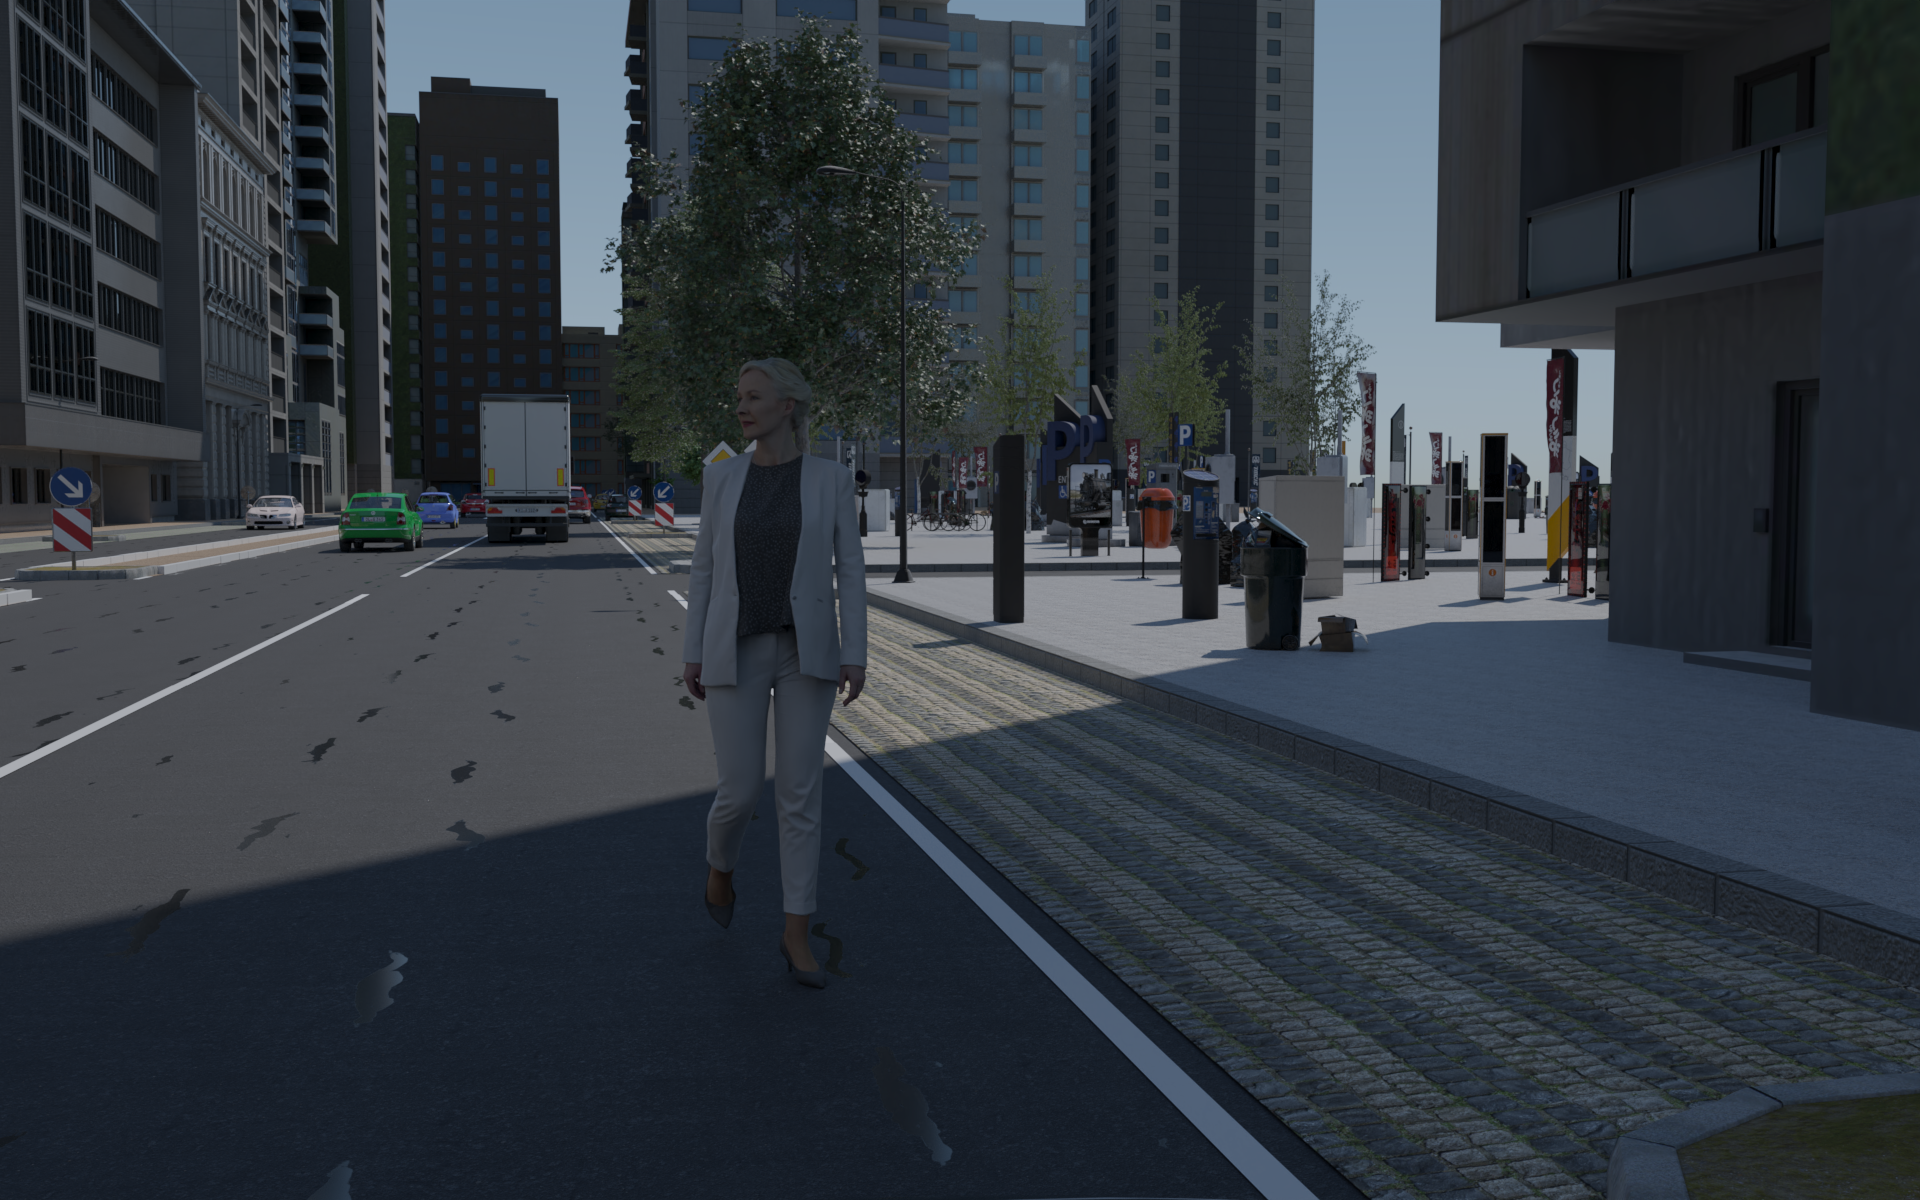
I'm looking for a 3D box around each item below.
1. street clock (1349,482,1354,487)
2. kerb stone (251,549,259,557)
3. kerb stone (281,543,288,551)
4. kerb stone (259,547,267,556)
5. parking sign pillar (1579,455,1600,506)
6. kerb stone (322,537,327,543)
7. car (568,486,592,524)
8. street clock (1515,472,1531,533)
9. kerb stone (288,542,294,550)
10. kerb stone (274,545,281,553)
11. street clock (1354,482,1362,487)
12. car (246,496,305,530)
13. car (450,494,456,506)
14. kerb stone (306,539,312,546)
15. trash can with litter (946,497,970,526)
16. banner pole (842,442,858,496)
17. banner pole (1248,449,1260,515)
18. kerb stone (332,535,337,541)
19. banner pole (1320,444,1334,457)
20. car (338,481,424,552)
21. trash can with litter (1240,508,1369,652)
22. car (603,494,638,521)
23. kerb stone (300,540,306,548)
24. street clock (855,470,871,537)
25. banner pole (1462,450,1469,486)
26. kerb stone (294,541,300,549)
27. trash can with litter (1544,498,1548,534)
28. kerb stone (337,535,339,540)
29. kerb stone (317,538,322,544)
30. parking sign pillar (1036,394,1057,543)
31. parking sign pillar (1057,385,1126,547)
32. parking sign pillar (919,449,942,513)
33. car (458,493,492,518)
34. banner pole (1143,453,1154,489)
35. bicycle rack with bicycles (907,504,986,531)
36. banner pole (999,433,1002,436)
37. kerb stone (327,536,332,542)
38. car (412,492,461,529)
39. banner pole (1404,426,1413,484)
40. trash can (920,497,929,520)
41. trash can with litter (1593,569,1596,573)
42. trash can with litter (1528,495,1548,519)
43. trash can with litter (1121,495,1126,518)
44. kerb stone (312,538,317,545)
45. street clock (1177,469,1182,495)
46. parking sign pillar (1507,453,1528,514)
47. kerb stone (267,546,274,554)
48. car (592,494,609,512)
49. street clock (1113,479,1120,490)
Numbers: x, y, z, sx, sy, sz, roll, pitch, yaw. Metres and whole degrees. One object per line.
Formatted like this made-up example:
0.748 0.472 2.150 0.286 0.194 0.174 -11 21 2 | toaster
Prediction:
24.438 -6.307 107.687 0.471 2.002 0.358 -2 4 -30 | street clock
-16.122 -1.047 39.311 0.120 0.150 1.000 -1 4 -13 | kerb stone
-17.020 -1.292 43.325 0.120 0.150 1.000 -1 4 -13 | kerb stone
-16.351 -1.108 40.308 0.120 0.150 1.000 -1 4 -13 | kerb stone
43.414 -8.014 119.500 1.447 3.967 1.447 0 4 5 | parking sign pillar
-18.597 -1.722 50.348 0.120 0.150 1.000 -1 4 -13 | kerb stone
-19.171 -4.658 84.833 2.281 1.827 5.304 -1 4 -14 | car
18.497 -3.205 56.975 0.471 2.002 0.358 2 4 24 | street clock
-17.253 -1.353 44.320 0.120 0.150 1.000 -1 4 -13 | kerb stone
-16.805 -1.229 42.325 0.120 0.150 1.000 -1 4 -13 | kerb stone
24.746 -6.253 106.812 0.471 2.002 0.358 1 4 20 | street clock
-27.986 -3.579 70.875 2.083 1.381 4.827 -1 4 -14 | car
-50.666 -9.823 170.398 2.009 1.686 4.222 -1 4 -11 | car
-17.925 -1.538 47.335 0.120 0.150 1.000 -1 4 -13 | kerb stone
-0.034 -3.608 70.374 1.055 1.170 0.624 2 4 31 | trash can with litter
-5.347 -5.660 82.551 0.863 3.779 0.401 -1 4 -9 | banner pole
16.069 -6.423 95.029 0.863 3.779 0.401 0 4 2 | banner pole
-19.051 -1.845 52.353 0.120 0.150 1.000 -1 4 -13 | kerb stone
18.425 -5.923 86.857 0.863 3.779 0.401 0 4 5 | banner pole
-14.849 -2.186 44.534 1.959 1.807 4.718 -1 4 -13 | car
2.845 -0.180 14.332 1.055 1.170 0.624 1 4 14 | trash can with litter
-18.178 -5.090 93.009 2.009 1.686 4.222 -1 4 -11 | car
-17.699 -1.476 46.326 0.120 0.150 1.000 -1 4 -13 | kerb stone
-2.893 -2.884 51.725 0.471 2.002 0.358 3 5 40 | street clock
28.819 -6.658 98.880 0.401 3.779 0.863 -1 4 -8 | banner pole
-17.479 -1.415 45.328 0.120 0.150 1.000 -1 4 -13 | kerb stone
19.203 -2.683 55.250 1.055 1.170 0.624 2 4 33 | trash can with litter
-19.267 -1.905 53.355 0.120 0.150 1.000 -1 4 -13 | kerb stone
-18.371 -1.660 49.342 0.120 0.150 1.000 -1 4 -13 | kerb stone
2.891 -3.523 46.075 1.447 3.967 1.447 -3 5 -40 | parking sign pillar
3.343 -3.296 42.359 1.447 3.967 1.447 -1 4 -13 | parking sign pillar
-1.734 -7.006 103.016 1.447 3.967 1.447 1 4 19 | parking sign pillar
-29.955 -6.002 107.166 2.155 1.783 4.494 -1 4 -14 | car
11.615 -7.101 106.122 0.863 3.779 0.401 1 4 21 | banner pole
-0.436 -2.872 60.332 2.925 0.926 2.852 1 4 22 | bicycle rack with bicycles
1.635 -4.991 71.621 0.401 3.779 0.863 0 4 -4 | banner pole
-18.826 -1.776 51.356 0.120 0.150 1.000 -1 4 -13 | kerb stone
-21.893 -3.839 72.366 1.945 1.707 3.694 -1 4 -14 | car
16.475 -4.539 64.229 0.863 3.779 0.401 3 5 40 | banner pole
-1.705 -4.470 84.738 0.748 1.137 0.748 0 3 0 | trash can
10.276 -0.918 26.397 1.055 1.170 0.624 0 4 0 | trash can with litter
30.846 -4.894 91.070 1.678 1.210 2.233 -2 4 -29 | trash can with litter
9.270 -5.029 93.283 2.233 1.210 1.678 1 4 9 | trash can with litter
-18.149 -1.599 48.341 0.120 0.150 1.000 -1 4 -13 | kerb stone
5.639 -2.538 46.067 0.471 2.002 0.358 0 4 0 | street clock
36.191 -7.584 112.476 1.447 3.967 1.447 -2 4 -30 | parking sign pillar
-16.578 -1.170 41.322 0.120 0.150 1.000 -1 4 -13 | kerb stone
-28.995 -8.009 141.170 2.015 1.641 3.980 -1 4 -11 | car
7.568 -4.908 84.815 0.471 2.002 0.358 -1 4 -22 | street clock
